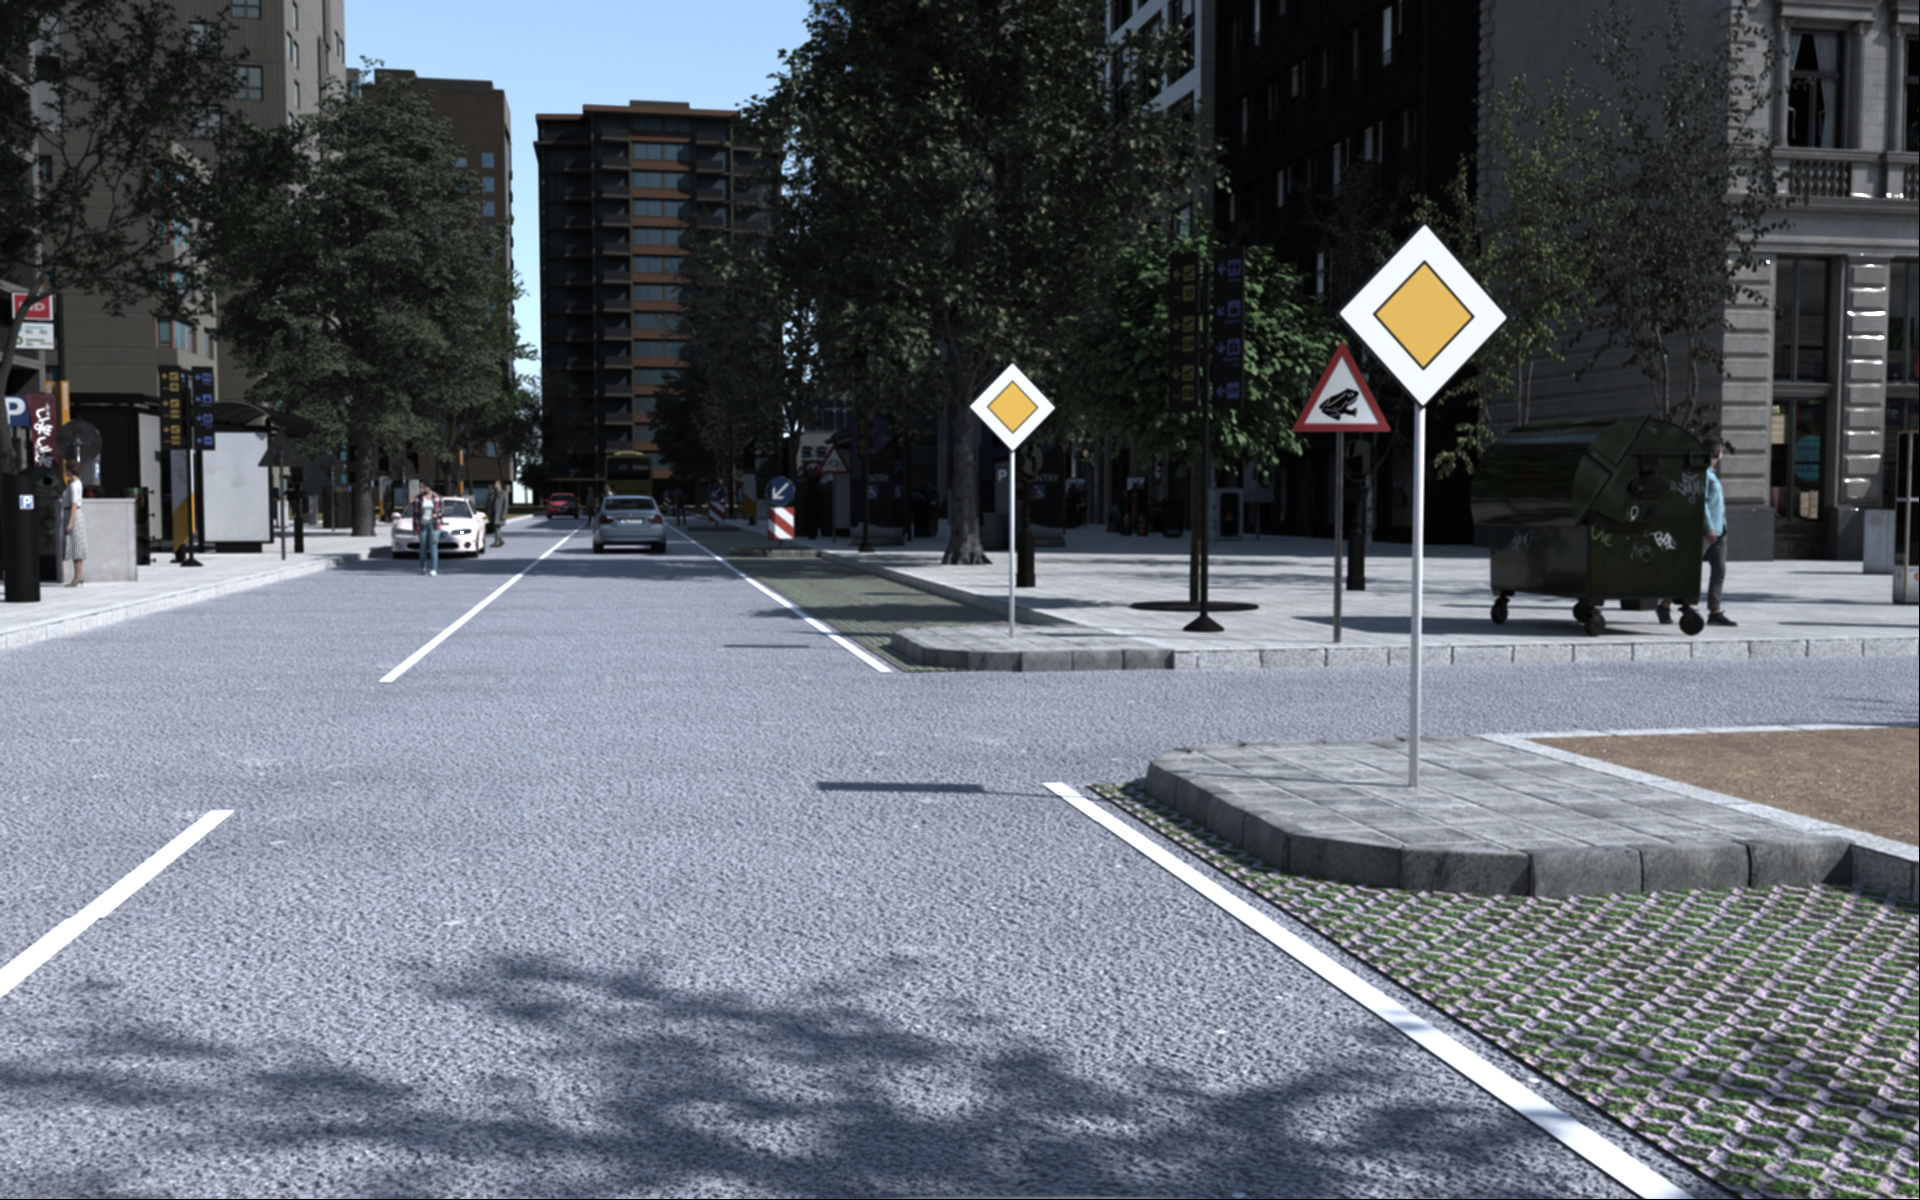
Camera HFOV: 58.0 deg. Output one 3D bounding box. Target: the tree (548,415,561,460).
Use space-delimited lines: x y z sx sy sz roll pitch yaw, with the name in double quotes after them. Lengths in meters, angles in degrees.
-29.208 -10.760 110.344 7.601 10.594 8.767 3 5 39 "tree"

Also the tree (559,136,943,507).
-5.523 -9.024 57.907 12.009 13.543 11.850 0 3 0 "tree"

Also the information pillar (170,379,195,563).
-14.435 -2.493 32.107 0.504 3.616 0.183 2 4 23 "information pillar"

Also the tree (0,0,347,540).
-12.255 -5.365 22.133 8.767 10.594 7.601 -3 4 -39 "tree"

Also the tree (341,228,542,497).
-20.452 -8.725 68.413 9.928 11.665 9.643 0 3 0 "tree"

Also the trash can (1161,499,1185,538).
6.280 -2.414 51.128 0.748 1.137 0.748 0 3 0 "trash can"

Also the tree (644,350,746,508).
-23.434 -15.189 155.001 9.857 13.997 8.962 0 3 0 "tree"

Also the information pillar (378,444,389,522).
-26.629 -5.425 80.048 0.504 3.616 0.183 1 4 9 "information pillar"

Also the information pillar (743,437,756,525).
-8.684 -4.902 71.495 0.504 3.616 0.183 -1 4 -22 "information pillar"

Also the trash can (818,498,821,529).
-4.699 -3.019 61.014 0.748 1.137 0.748 0 3 0 "trash can"

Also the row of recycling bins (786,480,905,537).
-3.410 -2.803 52.936 3.534 1.692 1.069 -1 4 -14 "row of recycling bins"

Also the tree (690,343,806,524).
-8.676 -7.637 75.232 4.737 8.622 4.395 0 3 0 "tree"

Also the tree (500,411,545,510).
-35.828 -11.767 142.758 4.360 8.622 3.978 0 3 0 "tree"

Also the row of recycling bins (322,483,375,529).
-23.306 -3.600 65.965 1.069 1.692 3.534 0 4 4 "row of recycling bins"

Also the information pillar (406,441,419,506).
-23.007 -4.980 72.784 0.504 3.616 0.183 0 3 0 "information pillar"

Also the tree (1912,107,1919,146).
13.510 -4.236 19.622 4.737 8.622 4.395 0 3 0 "tree"

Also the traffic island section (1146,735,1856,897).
2.033 0.899 7.583 2.009 0.180 2.903 -1 4 -11 "traffic island section"

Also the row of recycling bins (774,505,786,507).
-6.116 -3.674 67.181 1.069 1.692 3.534 1 4 21 "row of recycling bins"

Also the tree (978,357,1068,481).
2.225 -6.784 61.276 4.360 8.622 3.978 0 3 0 "tree"

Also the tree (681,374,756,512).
-14.276 -9.393 103.930 4.360 8.622 3.978 0 3 0 "tree"

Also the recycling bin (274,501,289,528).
-25.968 -3.256 65.788 0.722 1.027 0.722 -3 5 -41 "recycling bin"

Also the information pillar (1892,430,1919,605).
11.027 -0.949 20.016 0.304 2.012 0.304 0 4 3 "information pillar"

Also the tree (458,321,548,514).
-24.661 -9.280 86.140 7.601 10.594 8.767 -1 4 -14 "tree"

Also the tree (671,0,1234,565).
0.061 -6.988 31.263 9.611 12.733 9.660 0 3 0 "tree"

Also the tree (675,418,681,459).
-18.429 -10.731 125.811 4.360 8.622 3.978 0 3 0 "tree"

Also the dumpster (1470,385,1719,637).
5.968 -0.849 16.374 1.502 2.255 1.985 -1 4 -11 "dumpster"

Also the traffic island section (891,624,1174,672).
0.506 0.420 15.421 2.009 0.180 2.903 -1 4 -11 "traffic island section"

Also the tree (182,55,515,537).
-18.107 -8.903 52.224 9.857 13.997 8.962 0 3 0 "tree"

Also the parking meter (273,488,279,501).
-26.888 -3.640 67.933 0.372 1.533 0.369 0 3 0 "parking meter"

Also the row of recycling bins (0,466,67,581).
-15.025 -1.116 25.362 3.534 1.692 1.069 -2 4 -26 "row of recycling bins"

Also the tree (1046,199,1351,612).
2.677 -2.180 19.356 4.285 4.588 4.351 0 3 0 "tree"

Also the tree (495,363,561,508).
-38.506 -15.383 161.882 12.009 13.543 11.850 0 3 0 "tree"

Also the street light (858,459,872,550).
-2.700 -4.098 39.543 1.470 5.913 1.316 -1 4 -11 "street light"

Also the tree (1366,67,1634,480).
9.515 -4.877 30.094 4.737 8.622 4.395 0 3 0 "tree"

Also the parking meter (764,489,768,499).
-9.900 -4.926 88.948 0.372 1.533 0.369 0 3 0 "parking meter"

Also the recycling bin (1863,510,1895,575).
14.972 -0.930 27.765 0.722 1.027 0.722 3 5 43 "recycling bin"

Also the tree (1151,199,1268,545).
6.441 -5.681 43.245 4.360 8.622 3.978 0 3 0 "tree"

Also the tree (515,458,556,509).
-36.831 -10.200 150.483 4.285 4.588 4.351 0 3 0 "tree"

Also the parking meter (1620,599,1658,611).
7.513 -0.820 19.115 0.399 1.863 0.255 -2 4 -33 "parking meter"

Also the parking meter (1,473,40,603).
-11.167 -0.745 20.590 0.372 1.533 0.369 0 3 0 "parking meter"

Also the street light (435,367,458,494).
-18.330 -5.507 62.576 1.470 5.913 1.316 -1 4 -11 "street light"

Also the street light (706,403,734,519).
-12.247 -7.089 88.445 1.470 5.913 1.316 -1 4 -11 "street light"

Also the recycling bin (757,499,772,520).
-9.857 -4.546 86.877 0.722 1.027 0.722 1 4 12 "recycling bin"

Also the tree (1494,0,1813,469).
9.802 -4.511 24.109 4.360 8.622 3.978 0 3 0 "tree"

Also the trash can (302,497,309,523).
-28.951 -3.987 76.846 0.748 1.137 0.748 0 3 0 "trash can"

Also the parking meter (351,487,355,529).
-21.847 -3.324 62.765 0.372 1.533 0.369 0 3 0 "parking meter"

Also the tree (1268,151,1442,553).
8.915 -5.318 37.316 4.360 8.622 3.978 0 3 0 "tree"
